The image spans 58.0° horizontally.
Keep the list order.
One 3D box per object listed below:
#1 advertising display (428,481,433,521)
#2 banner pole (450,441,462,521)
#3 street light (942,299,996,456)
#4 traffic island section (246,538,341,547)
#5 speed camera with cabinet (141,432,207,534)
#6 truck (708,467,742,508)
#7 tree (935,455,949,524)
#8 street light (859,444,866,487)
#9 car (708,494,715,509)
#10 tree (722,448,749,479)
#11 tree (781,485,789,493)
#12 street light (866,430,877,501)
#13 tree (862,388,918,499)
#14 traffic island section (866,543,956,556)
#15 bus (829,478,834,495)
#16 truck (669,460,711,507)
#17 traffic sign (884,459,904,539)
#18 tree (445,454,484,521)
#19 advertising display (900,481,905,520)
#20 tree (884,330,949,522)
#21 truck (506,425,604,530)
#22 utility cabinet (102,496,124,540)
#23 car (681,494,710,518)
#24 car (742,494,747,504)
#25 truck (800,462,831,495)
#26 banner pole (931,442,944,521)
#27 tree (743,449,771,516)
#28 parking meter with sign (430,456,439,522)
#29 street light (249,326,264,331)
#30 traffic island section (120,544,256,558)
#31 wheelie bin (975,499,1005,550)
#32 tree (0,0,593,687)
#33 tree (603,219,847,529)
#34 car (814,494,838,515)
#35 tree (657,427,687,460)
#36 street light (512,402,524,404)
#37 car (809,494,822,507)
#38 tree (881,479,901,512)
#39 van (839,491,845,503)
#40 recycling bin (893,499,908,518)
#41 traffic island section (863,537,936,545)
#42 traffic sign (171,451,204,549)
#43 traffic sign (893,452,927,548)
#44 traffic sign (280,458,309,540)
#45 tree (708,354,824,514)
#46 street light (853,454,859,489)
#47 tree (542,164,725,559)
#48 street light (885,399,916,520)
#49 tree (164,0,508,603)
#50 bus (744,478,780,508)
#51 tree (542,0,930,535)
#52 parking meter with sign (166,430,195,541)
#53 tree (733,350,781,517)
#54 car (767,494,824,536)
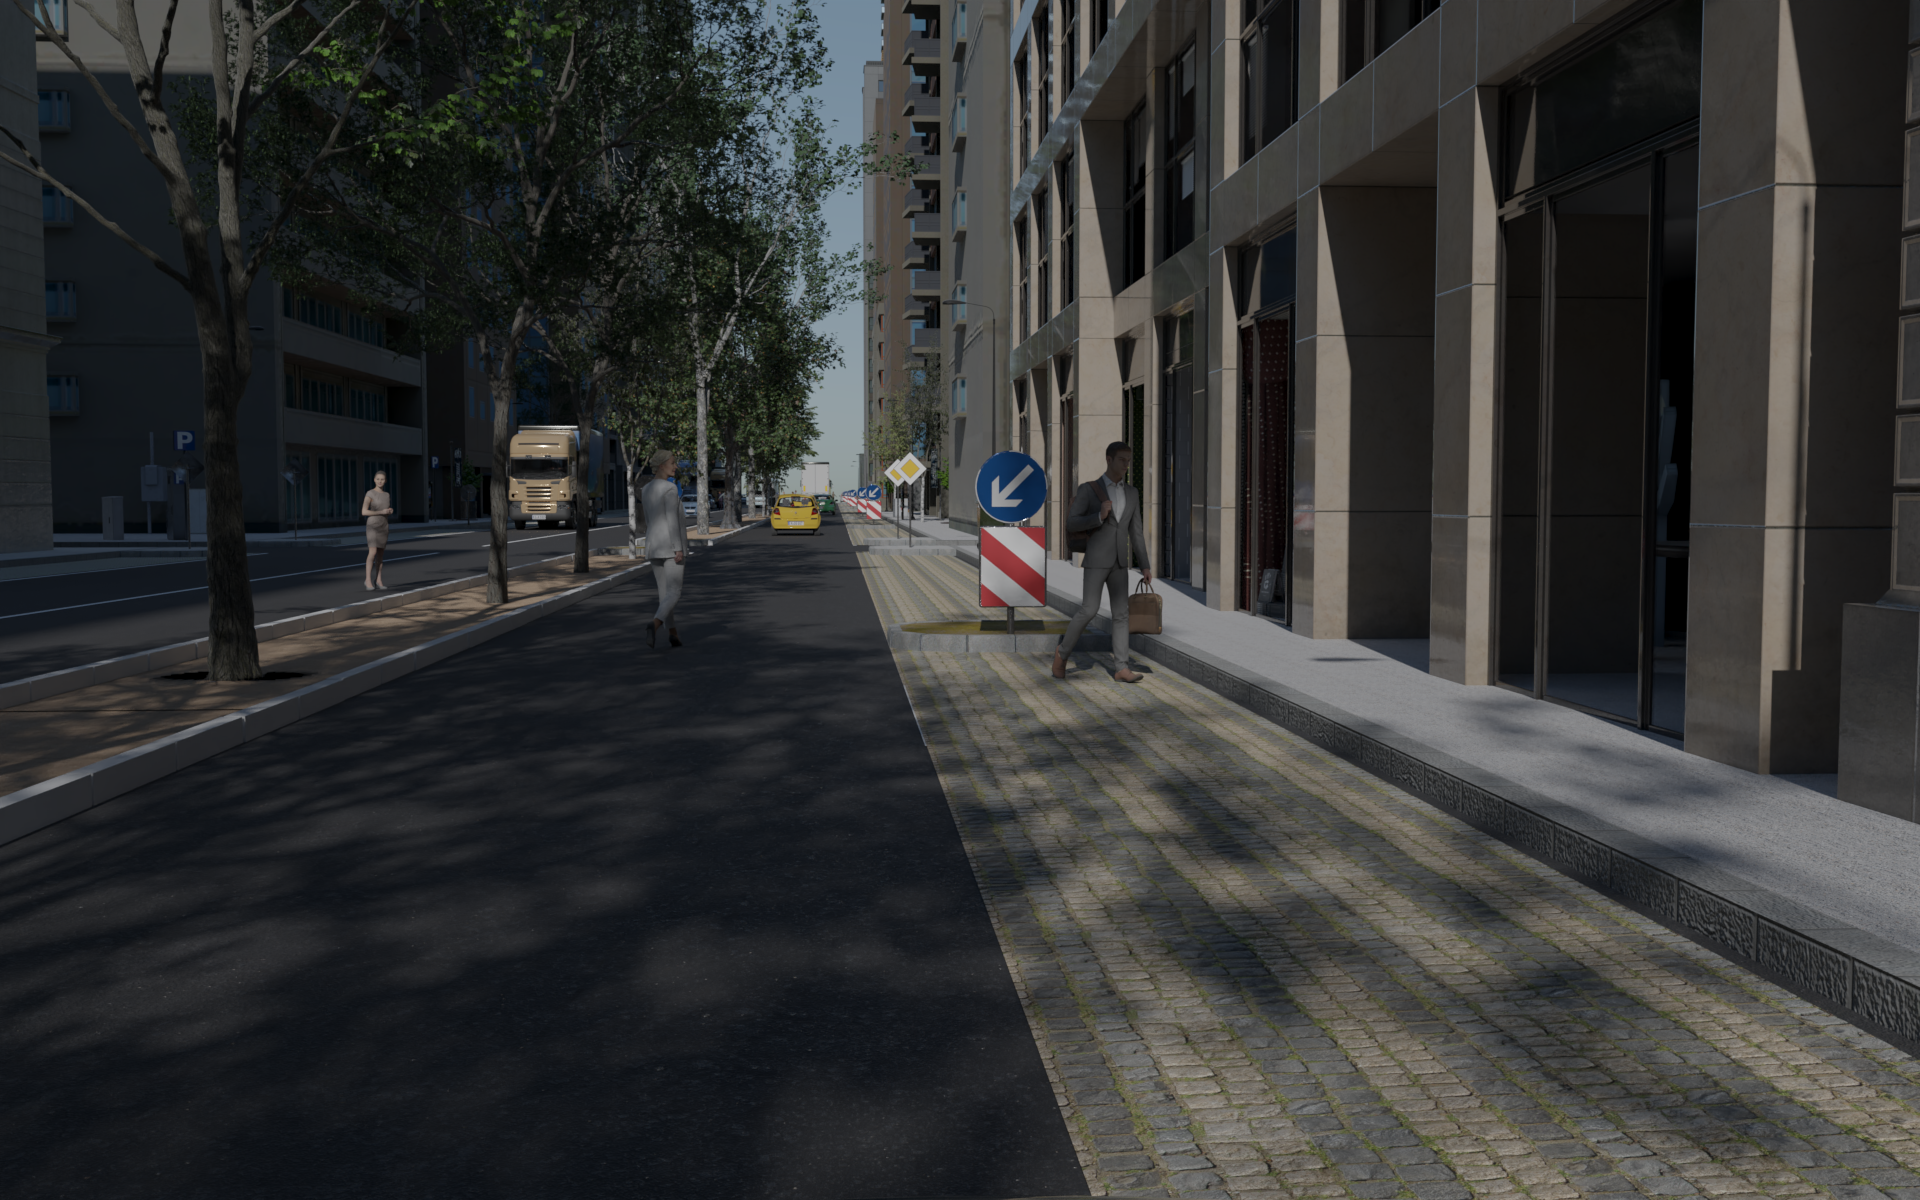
[{"bbox_3d":[-25.976,-4.804,83.758,0.974,1.923,0.123,1,4,12],"label":"advertising display"},{"bbox_3d":[-23.881,-5.628,82.031,0.401,3.779,0.863,2,4,31],"label":"banner pole"},{"bbox_3d":[0.275,-4.220,41.540,1.470,5.913,1.316,0,4,-4],"label":"street light"},{"bbox_3d":[-18.548,-1.592,48.317,2.009,0.180,2.903,0,4,-4],"label":"traffic island section"},{"bbox_3d":[-25.106,-3.744,55.556,2.038,3.252,0.660,0,4,-5],"label":"speed camera with cabinet"},{"bbox_3d":[-24.390,-11.706,180.302,2.839,4.237,11.283,0,4,-3],"label":"truck"},{"bbox_3d":[-0.199,-4.913,74.929,1.663,3.219,1.824,0,3,0],"label":"tree"},{"bbox_3d":[-8.452,-11.572,161.738,1.470,5.913,1.316,0,4,-4],"label":"street light"},{"bbox_3d":[-24.052,-9.246,163.169,2.014,1.417,4.499,0,4,-5],"label":"car"},{"bbox_3d":[-37.704,-22.759,282.477,12.009,13.543,11.850,0,3,0],"label":"tree"},{"bbox_3d":[-12.309,-9.513,108.356,4.360,8.622,3.978,0,3,0],"label":"tree"},{"bbox_3d":[-5.810,-9.292,124.463,1.470,5.913,1.316,0,4,-4],"label":"street light"},{"bbox_3d":[-4.577,-10.331,119.280,4.737,8.622,4.395,0,3,0],"label":"tree"},{"bbox_3d":[-1.172,-1.179,41.562,2.009,0.180,2.903,0,4,-4],"label":"traffic island section"},{"bbox_3d":[-19.273,-15.352,242.549,2.896,3.916,12.252,0,4,-3],"label":"bus"},{"bbox_3d":[-22.210,-9.361,142.812,2.967,4.110,18.799,0,4,-6],"label":"truck"},{"bbox_3d":[-1.773,-2.802,49.448,0.795,2.450,0.064,0,4,-4],"label":"traffic sign"},{"bbox_3d":[-23.856,-5.476,84.134,1.663,3.219,1.824,0,3,0],"label":"tree"},{"bbox_3d":[-2.866,-4.958,86.283,0.123,1.923,0.974,0,4,-7],"label":"advertising display"},{"bbox_3d":[-1.670,-7.837,78.501,4.360,8.622,3.978,0,3,0],"label":"tree"},{"bbox_3d":[-16.902,-5.128,72.759,2.839,4.237,11.283,0,4,-5],"label":"truck"},{"bbox_3d":[-23.716,-2.282,48.472,0.306,1.237,1.020,-3,5,-41],"label":"utility cabinet"},{"bbox_3d":[-15.908,-5.592,103.434,2.014,1.417,4.499,0,4,-3],"label":"car"},{"bbox_3d":[-28.093,-13.066,225.636,2.014,1.417,4.499,0,4,-5],"label":"car"},{"bbox_3d":[-13.034,-10.232,156.209,2.839,4.237,11.283,0,4,-5],"label":"truck"},{"bbox_3d":[-1.124,-5.736,83.805,0.863,3.779,0.401,3,5,43],"label":"banner pole"},{"bbox_3d":[-12.739,-9.880,114.358,4.737,8.622,4.395,0,3,0],"label":"tree"},{"bbox_3d":[-25.069,-5.142,80.336,1.738,3.016,0.543,1,4,18],"label":"parking meter with sign"},{"bbox_3d":[-19.944,-4.617,48.022,1.470,5.913,1.316,0,4,-4],"label":"street light"},{"bbox_3d":[-17.970,-1.105,40.353,2.009,0.180,2.903,0,4,-4],"label":"traffic island section"},{"bbox_3d":[0.709,-1.886,38.750,0.693,1.594,0.980,0,4,-7],"label":"wheelie bin"},{"bbox_3d":[-5.722,-5.194,13.141,9.928,11.665,9.643,0,3,0],"label":"tree"},{"bbox_3d":[-9.438,-9.248,70.662,9.611,12.733,9.660,0,3,0],"label":"tree"},{"bbox_3d":[-9.338,-6.474,117.650,2.131,1.459,4.920,0,4,-4],"label":"car"},{"bbox_3d":[-31.744,-17.133,198.256,7.486,12.596,7.792,0,3,0],"label":"tree"},{"bbox_3d":[-22.733,-7.035,87.567,1.470,5.913,1.316,0,4,-4],"label":"street light"},{"bbox_3d":[-9.181,-5.625,102.189,2.015,1.641,3.980,0,4,-4],"label":"car"},{"bbox_3d":[-4.928,-8.123,127.405,1.663,3.219,1.824,0,3,0],"label":"tree"},{"bbox_3d":[-17.558,-15.826,265.769,2.013,2.044,4.112,0,4,-5],"label":"van"},{"bbox_3d":[-3.273,-5.050,95.118,0.722,1.027,0.722,-1,4,-13],"label":"recycling bin"},{"bbox_3d":[-1.750,-1.666,49.527,2.009,0.180,2.903,0,4,-4],"label":"traffic island section"},{"bbox_3d":[-17.947,-2.242,40.293,0.795,2.450,0.064,0,4,-4],"label":"traffic sign"},{"bbox_3d":[-1.195,-2.314,41.483,0.795,2.450,0.064,0,4,-4],"label":"traffic sign"},{"bbox_3d":[-18.525,-2.729,48.257,0.795,2.450,0.064,0,4,-4],"label":"traffic sign"},{"bbox_3d":[-13.334,-12.235,120.624,7.486,12.596,7.792,0,3,0],"label":"tree"},{"bbox_3d":[-11.356,-13.962,200.819,1.470,5.913,1.316,0,4,-4],"label":"street light"},{"bbox_3d":[-7.157,-5.182,37.553,4.360,8.622,3.978,0,3,0],"label":"tree"},{"bbox_3d":[-2.869,-6.868,84.831,1.470,5.913,1.316,0,4,-4],"label":"street light"},{"bbox_3d":[-6.059,-5.208,22.020,8.767,10.594,7.601,0,4,-4],"label":"tree"},{"bbox_3d":[-20.234,-11.206,178.079,2.948,3.499,13.247,0,4,-2],"label":"bus"},{"bbox_3d":[-7.728,-12.293,59.339,12.611,20.169,13.585,0,3,0],"label":"tree"},{"bbox_3d":[-21.771,-3.179,48.237,0.543,3.016,1.738,-3,4,-37],"label":"parking meter with sign"},{"bbox_3d":[-10.235,-7.645,77.820,4.360,8.622,3.978,0,3,0],"label":"tree"},{"bbox_3d":[-5.780,-3.094,60.812,2.015,1.641,3.980,0,4,-6],"label":"car"}]
